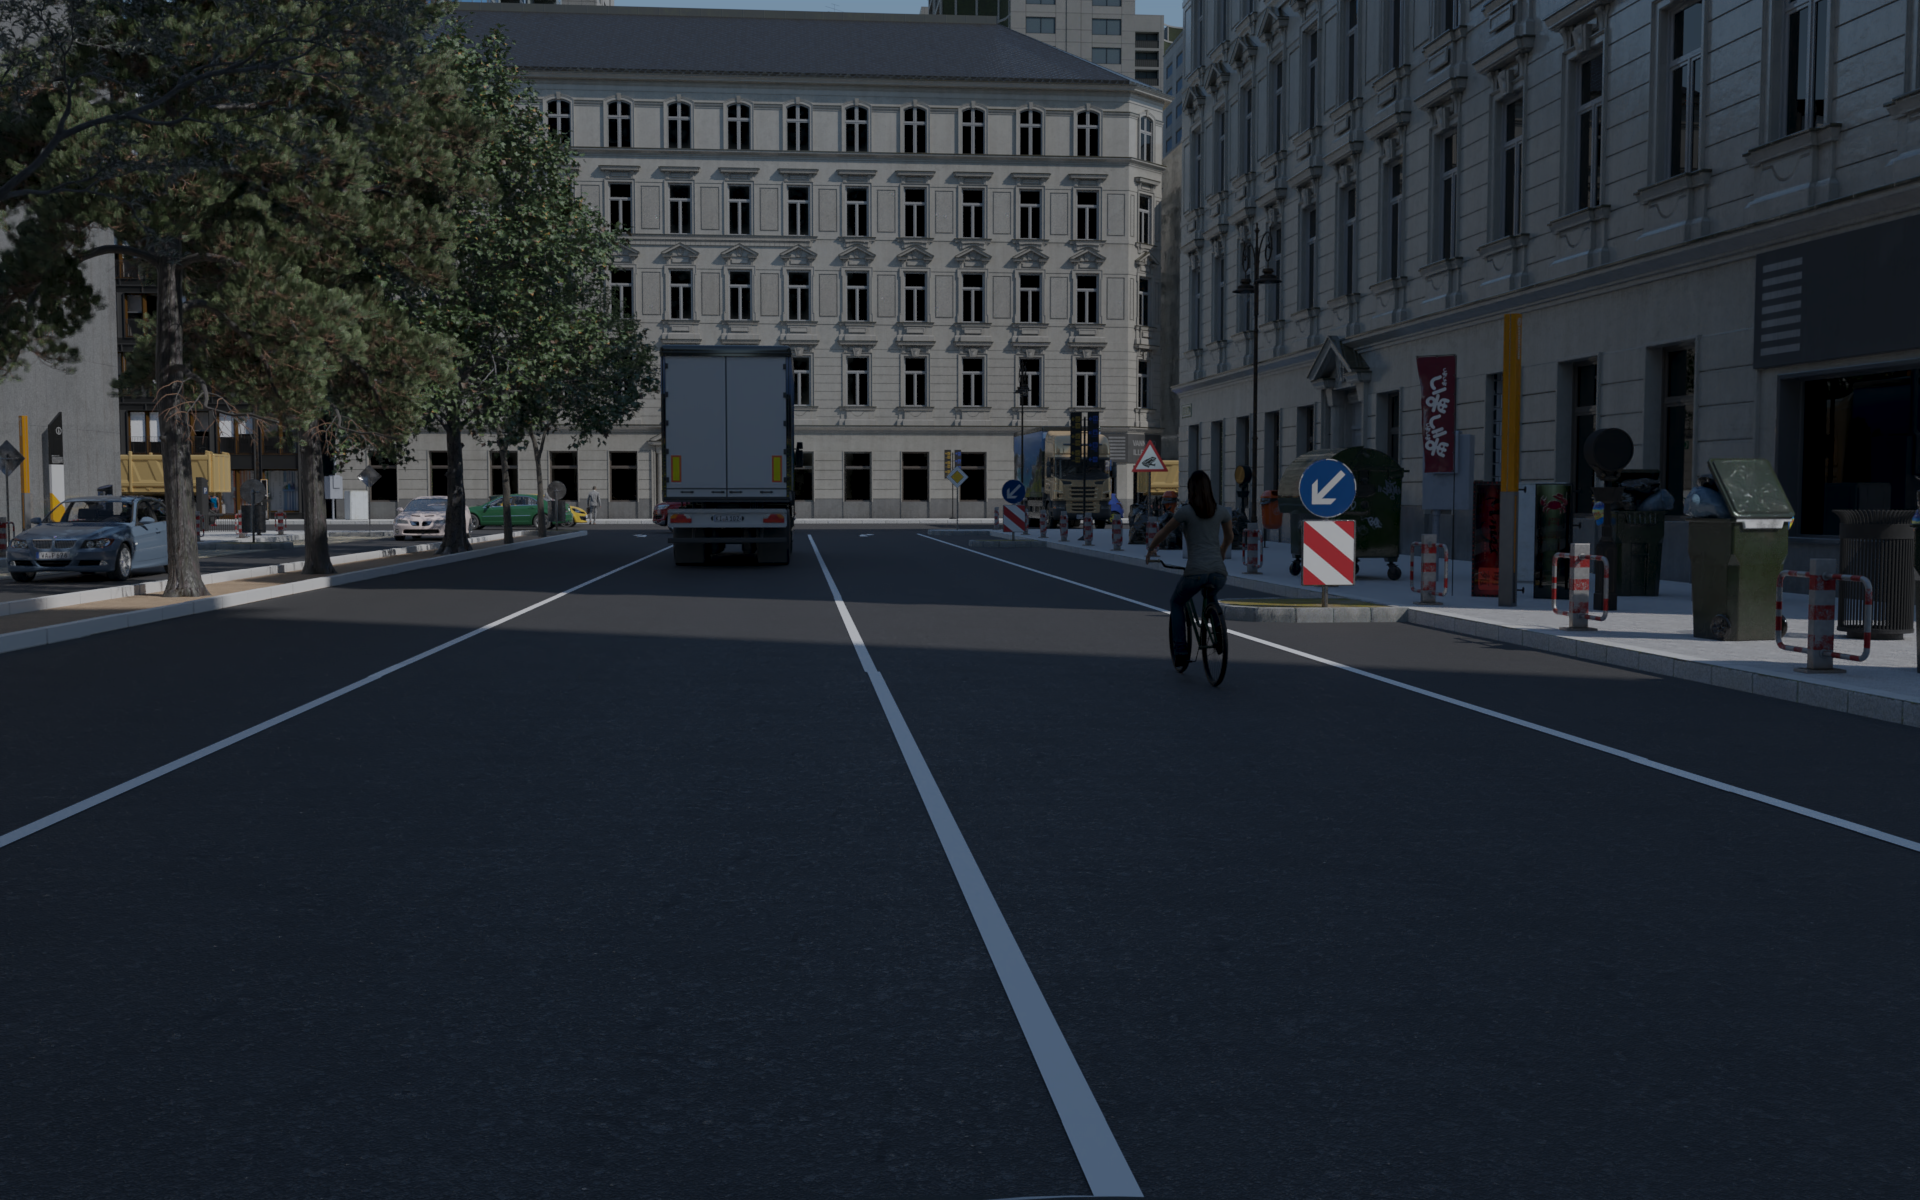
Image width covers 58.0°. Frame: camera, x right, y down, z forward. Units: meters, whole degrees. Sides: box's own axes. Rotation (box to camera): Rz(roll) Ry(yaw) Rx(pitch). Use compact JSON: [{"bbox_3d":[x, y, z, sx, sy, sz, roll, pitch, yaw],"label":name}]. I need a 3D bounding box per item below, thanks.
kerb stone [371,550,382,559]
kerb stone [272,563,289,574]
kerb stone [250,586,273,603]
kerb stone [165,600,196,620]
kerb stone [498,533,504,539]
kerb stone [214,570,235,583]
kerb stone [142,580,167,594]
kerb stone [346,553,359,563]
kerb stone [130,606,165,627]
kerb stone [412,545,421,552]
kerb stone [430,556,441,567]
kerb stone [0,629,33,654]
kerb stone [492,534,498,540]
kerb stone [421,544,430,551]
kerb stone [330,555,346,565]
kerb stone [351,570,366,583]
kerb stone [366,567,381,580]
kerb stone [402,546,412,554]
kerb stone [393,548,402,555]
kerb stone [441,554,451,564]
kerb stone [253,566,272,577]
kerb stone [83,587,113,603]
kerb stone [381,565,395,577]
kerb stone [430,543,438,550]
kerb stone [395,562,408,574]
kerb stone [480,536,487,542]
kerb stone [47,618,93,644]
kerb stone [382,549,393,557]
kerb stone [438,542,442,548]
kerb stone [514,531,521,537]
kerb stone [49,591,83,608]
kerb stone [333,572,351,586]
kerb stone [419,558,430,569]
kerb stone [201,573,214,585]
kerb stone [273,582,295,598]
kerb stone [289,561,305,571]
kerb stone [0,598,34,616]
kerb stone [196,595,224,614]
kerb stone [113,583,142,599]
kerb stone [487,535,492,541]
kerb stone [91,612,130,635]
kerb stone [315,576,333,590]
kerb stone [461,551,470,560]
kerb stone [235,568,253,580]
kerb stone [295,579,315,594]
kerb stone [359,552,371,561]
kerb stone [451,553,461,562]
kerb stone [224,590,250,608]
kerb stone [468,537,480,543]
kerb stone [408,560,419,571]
[{"bbox_3d":[-13.034,-0.985,38.338,0.120,0.150,1.000,0,4,-6],"label":"kerb stone"},{"bbox_3d":[-12.328,-0.542,31.164,0.120,0.150,1.000,0,4,-6],"label":"kerb stone"},{"bbox_3d":[-9.437,-0.060,23.182,0.120,0.150,1.000,0,4,-6],"label":"kerb stone"},{"bbox_3d":[-9.141,0.133,20.113,0.120,0.150,1.000,0,4,-6],"label":"kerb stone"},{"bbox_3d":[-14.637,-1.988,54.691,0.120,0.150,1.000,0,4,-6],"label":"kerb stone"},{"bbox_3d":[-12.024,-0.361,28.093,0.120,0.150,1.000,0,4,-6],"label":"kerb stone"},{"bbox_3d":[-11.721,-0.173,25.021,0.120,0.150,1.000,0,4,-6],"label":"kerb stone"},{"bbox_3d":[-12.835,-0.862,36.291,0.120,0.150,1.000,0,4,-6],"label":"kerb stone"},{"bbox_3d":[-9.036,0.196,19.087,0.120,0.150,1.000,0,4,-6],"label":"kerb stone"},{"bbox_3d":[-13.434,-1.237,42.425,0.120,0.150,1.000,0,4,-6],"label":"kerb stone"},{"bbox_3d":[-10.543,-0.746,34.472,0.120,0.150,1.000,0,4,-6],"label":"kerb stone"},{"bbox_3d":[-8.728,0.378,16.019,0.120,0.150,1.000,0,4,-6],"label":"kerb stone"},{"bbox_3d":[-14.530,-1.925,53.672,0.120,0.150,1.000,0,4,-6],"label":"kerb stone"},{"bbox_3d":[-13.532,-1.299,43.446,0.120,0.150,1.000,0,4,-6],"label":"kerb stone"},{"bbox_3d":[-12.736,-0.799,35.270,0.120,0.150,1.000,0,4,-6],"label":"kerb stone"},{"bbox_3d":[-9.939,-0.375,28.328,0.120,0.150,1.000,0,4,-6],"label":"kerb stone"},{"bbox_3d":[-10.036,-0.438,29.354,0.120,0.150,1.000,0,4,-6],"label":"kerb stone"},{"bbox_3d":[-13.341,-1.166,41.405,0.120,0.150,1.000,0,4,-6],"label":"kerb stone"},{"bbox_3d":[-13.240,-1.112,40.380,0.120,0.150,1.000,0,4,-6],"label":"kerb stone"},{"bbox_3d":[-10.641,-0.809,35.497,0.120,0.150,1.000,0,4,-6],"label":"kerb stone"},{"bbox_3d":[-12.229,-0.480,30.133,0.120,0.150,1.000,0,4,-6],"label":"kerb stone"},{"bbox_3d":[-11.527,-0.048,22.980,0.120,0.150,1.000,0,4,-6],"label":"kerb stone"},{"bbox_3d":[-10.141,-0.499,30.381,0.120,0.150,1.000,0,4,-6],"label":"kerb stone"},{"bbox_3d":[-13.634,-1.362,44.470,0.120,0.150,1.000,0,4,-6],"label":"kerb stone"},{"bbox_3d":[-10.235,-0.560,31.402,0.120,0.150,1.000,0,4,-6],"label":"kerb stone"},{"bbox_3d":[-14.340,-1.797,51.631,0.120,0.150,1.000,0,4,-6],"label":"kerb stone"},{"bbox_3d":[-8.826,0.315,17.048,0.120,0.150,1.000,0,4,-6],"label":"kerb stone"},{"bbox_3d":[-13.127,-1.050,39.360,0.120,0.150,1.000,0,4,-6],"label":"kerb stone"},{"bbox_3d":[-13.737,-1.425,45.490,0.120,0.150,1.000,0,4,-6],"label":"kerb stone"},{"bbox_3d":[-15.032,-2.239,58.804,0.120,0.150,1.000,0,4,-6],"label":"kerb stone"},{"bbox_3d":[-11.426,0.014,21.960,0.120,0.150,1.000,0,4,-6],"label":"kerb stone"},{"bbox_3d":[-9.835,-0.308,27.298,0.120,0.150,1.000,0,4,-6],"label":"kerb stone"},{"bbox_3d":[-10.445,-0.688,33.444,0.120,0.150,1.000,0,4,-6],"label":"kerb stone"},{"bbox_3d":[-11.927,-0.298,27.066,0.120,0.150,1.000,0,4,-6],"label":"kerb stone"},{"bbox_3d":[-9.539,-0.120,24.211,0.120,0.150,1.000,0,4,-6],"label":"kerb stone"},{"bbox_3d":[-12.431,-0.612,32.195,0.120,0.150,1.000,0,4,-6],"label":"kerb stone"},{"bbox_3d":[-11.323,0.077,20.940,0.120,0.150,1.000,0,4,-6],"label":"kerb stone"},{"bbox_3d":[-9.233,0.065,21.134,0.120,0.150,1.000,0,4,-6],"label":"kerb stone"},{"bbox_3d":[-11.625,-0.109,24.001,0.120,0.150,1.000,0,4,-6],"label":"kerb stone"},{"bbox_3d":[-14.440,-1.863,52.651,0.120,0.150,1.000,0,4,-6],"label":"kerb stone"},{"bbox_3d":[-8.938,0.254,18.067,0.120,0.150,1.000,0,4,-6],"label":"kerb stone"},{"bbox_3d":[-9.738,-0.249,26.261,0.120,0.150,1.000,0,4,-6],"label":"kerb stone"},{"bbox_3d":[-10.840,-0.939,37.542,0.120,0.150,1.000,0,4,-6],"label":"kerb stone"},{"bbox_3d":[-12.137,-0.421,29.112,0.120,0.150,1.000,0,4,-6],"label":"kerb stone"},{"bbox_3d":[-9.634,-0.184,25.242,0.120,0.150,1.000,0,4,-6],"label":"kerb stone"},{"bbox_3d":[-12.935,-0.925,37.317,0.120,0.150,1.000,0,4,-6],"label":"kerb stone"},{"bbox_3d":[-10.741,-0.876,36.517,0.120,0.150,1.000,0,4,-6],"label":"kerb stone"},{"bbox_3d":[-9.332,0.002,22.162,0.120,0.150,1.000,0,4,-6],"label":"kerb stone"},{"bbox_3d":[-14.241,-1.737,50.607,0.120,0.150,1.000,0,4,-6],"label":"kerb stone"},{"bbox_3d":[-10.339,-0.625,32.422,0.120,0.150,1.000,0,4,-6],"label":"kerb stone"}]
